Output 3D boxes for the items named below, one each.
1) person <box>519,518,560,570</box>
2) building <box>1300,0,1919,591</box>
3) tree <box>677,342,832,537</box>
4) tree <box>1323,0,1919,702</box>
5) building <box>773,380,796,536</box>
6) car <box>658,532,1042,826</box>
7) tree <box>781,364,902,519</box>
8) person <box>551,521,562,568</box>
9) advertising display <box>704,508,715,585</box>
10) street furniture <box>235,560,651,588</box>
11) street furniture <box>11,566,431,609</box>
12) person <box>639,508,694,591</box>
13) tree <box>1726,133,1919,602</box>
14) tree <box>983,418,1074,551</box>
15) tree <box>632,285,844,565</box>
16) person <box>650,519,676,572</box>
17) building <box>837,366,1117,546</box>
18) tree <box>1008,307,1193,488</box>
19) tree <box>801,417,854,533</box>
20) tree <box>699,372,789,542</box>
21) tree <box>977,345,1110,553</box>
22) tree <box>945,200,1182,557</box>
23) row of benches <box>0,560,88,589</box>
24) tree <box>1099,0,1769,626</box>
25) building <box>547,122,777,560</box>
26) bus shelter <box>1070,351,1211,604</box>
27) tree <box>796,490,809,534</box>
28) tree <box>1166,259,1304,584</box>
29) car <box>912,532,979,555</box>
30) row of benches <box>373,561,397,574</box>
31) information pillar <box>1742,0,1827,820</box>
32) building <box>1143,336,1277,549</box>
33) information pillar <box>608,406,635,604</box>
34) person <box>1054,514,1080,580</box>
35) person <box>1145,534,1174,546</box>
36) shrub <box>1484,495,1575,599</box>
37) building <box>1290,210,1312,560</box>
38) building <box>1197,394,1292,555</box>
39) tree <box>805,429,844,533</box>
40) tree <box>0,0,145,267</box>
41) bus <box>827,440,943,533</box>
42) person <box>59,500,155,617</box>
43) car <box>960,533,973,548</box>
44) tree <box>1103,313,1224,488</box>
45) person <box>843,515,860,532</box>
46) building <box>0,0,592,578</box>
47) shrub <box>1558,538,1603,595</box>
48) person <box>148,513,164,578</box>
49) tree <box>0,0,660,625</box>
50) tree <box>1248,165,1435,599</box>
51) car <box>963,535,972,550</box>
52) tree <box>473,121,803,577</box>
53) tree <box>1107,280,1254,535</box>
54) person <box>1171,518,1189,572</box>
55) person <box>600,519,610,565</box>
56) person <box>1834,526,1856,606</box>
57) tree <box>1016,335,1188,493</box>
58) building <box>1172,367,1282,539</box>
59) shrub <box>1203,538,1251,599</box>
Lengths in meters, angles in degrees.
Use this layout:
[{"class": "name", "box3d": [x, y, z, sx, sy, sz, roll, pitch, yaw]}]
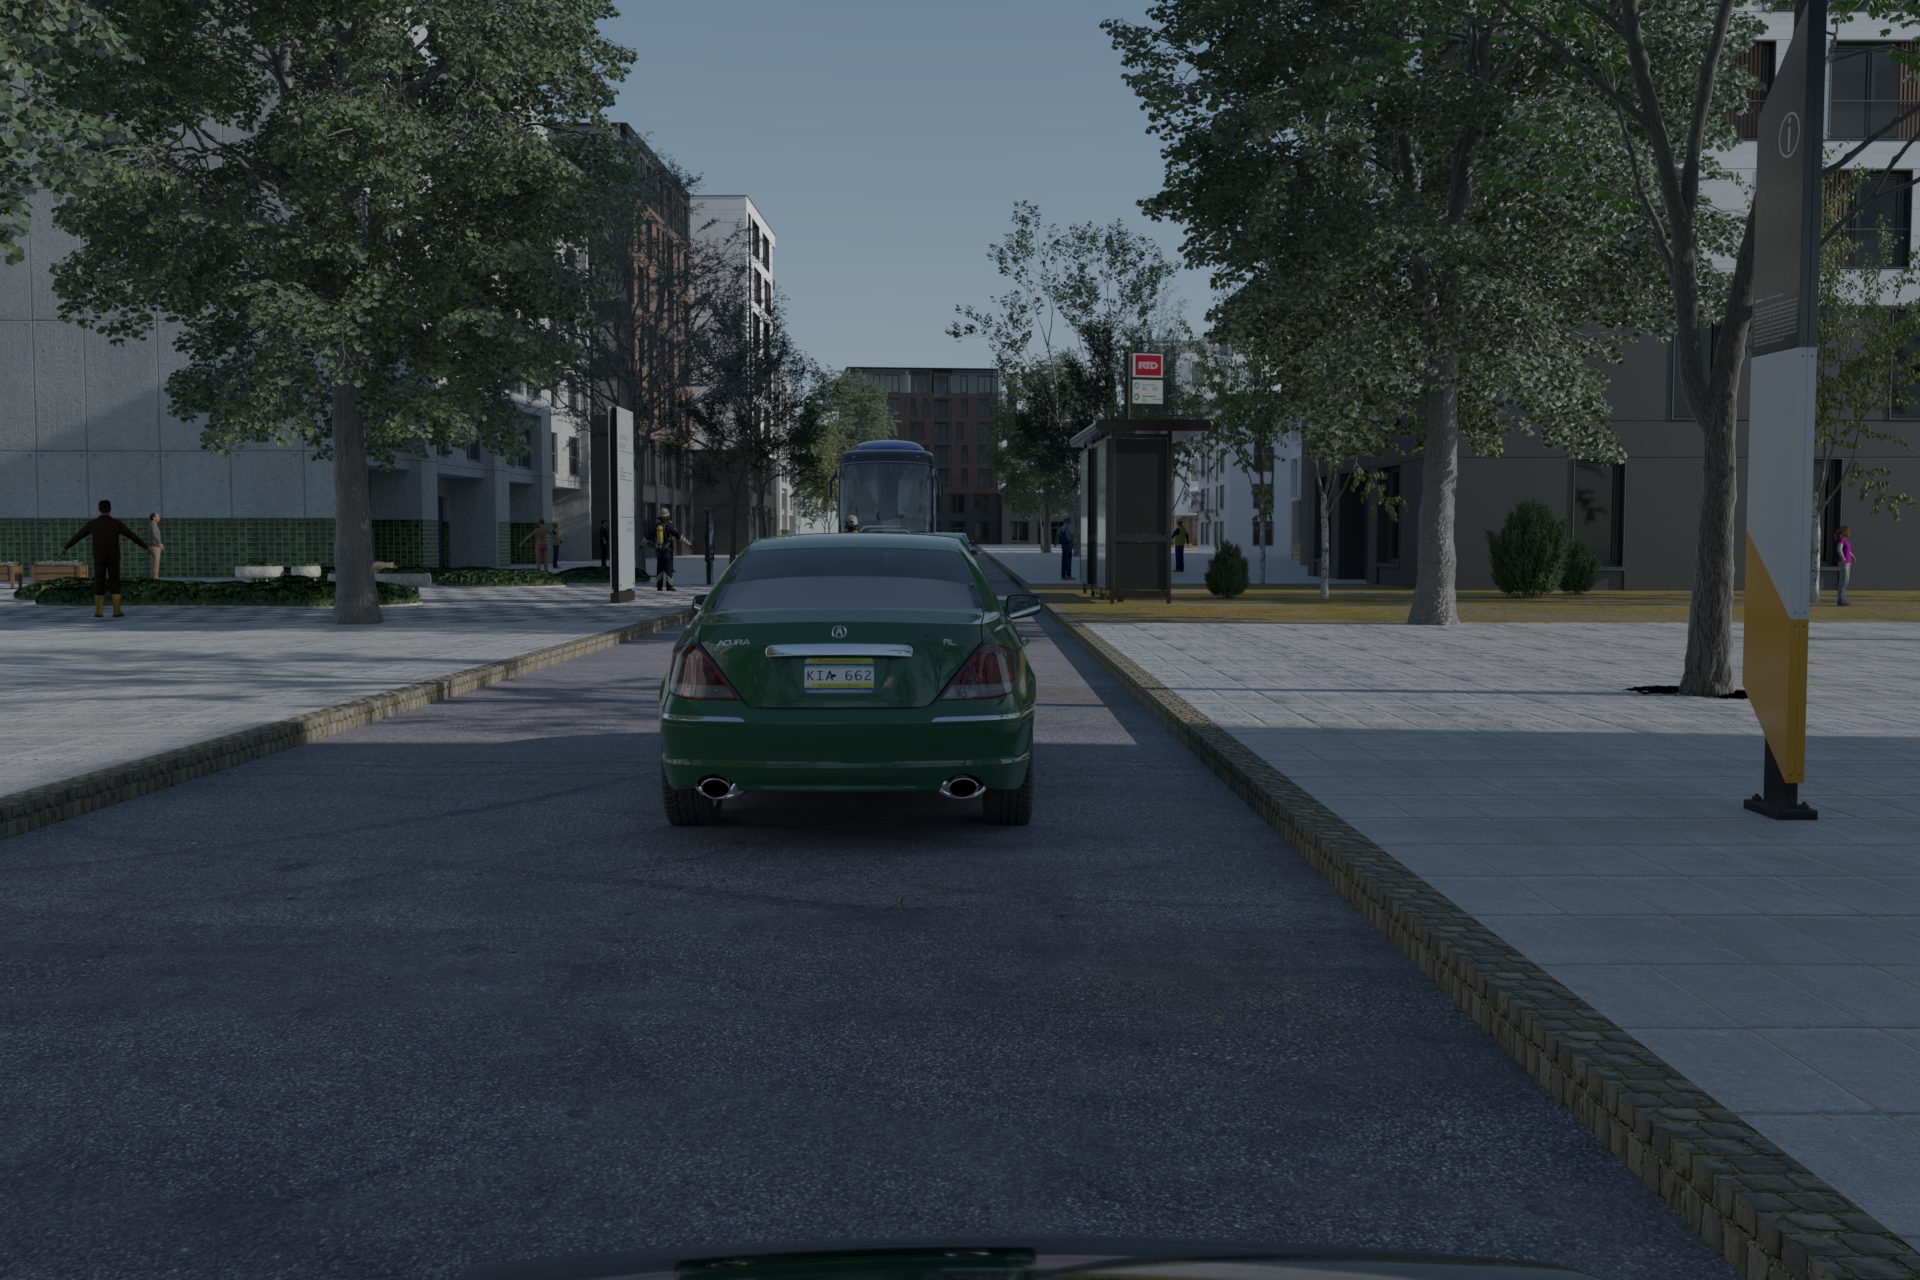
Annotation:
[{"class": "person", "box3d": [-11.717, -2.542, 48.368, 1.217, 1.733, 0.721, -3, 4, -38]}, {"class": "building", "box3d": [24.605, -12.899, 54.867, 27.936, 21.610, 32.646, 0, 3, 0]}, {"class": "tree", "box3d": [-9.459, -9.007, 81.679, 7.601, 10.594, 8.767, 1, 4, 17]}, {"class": "tree", "box3d": [5.863, -5.356, 13.327, 9.928, 11.665, 9.643, 0, 3, 0]}, {"class": "building", "box3d": [-27.527, -19.435, 184.217, 16.747, 18.905, 31.486, 0, 4, 1]}, {"class": "car", "box3d": [-0.557, 0.113, 9.950, 2.131, 1.459, 4.920, 0, 4, -1]}, {"class": "tree", "box3d": [-8.908, -13.756, 131.565, 9.857, 13.997, 8.962, 0, 3, 0]}, {"class": "person", "box3d": [-15.017, -3.560, 64.668, 0.721, 1.772, 1.216, 0, 4, -4]}, {"class": "advertising display", "box3d": [-6.357, -2.369, 43.946, 0.123, 1.923, 0.974, 0, 4, 0]}, {"class": "street furniture", "box3d": [-13.058, -1.721, 43.763, 10.072, 0.657, 5.734, 0, 4, -2]}, {"class": "street furniture", "box3d": [-14.803, -1.002, 32.017, 10.072, 0.657, 5.734, 0, 3, 0]}, {"class": "person", "box3d": [-6.617, -2.023, 38.862, 1.354, 1.856, 0.705, 1, 4, 16]}, {"class": "tree", "box3d": [16.057, -4.997, 32.066, 4.737, 8.622, 4.395, 0, 3, 0]}, {"class": "tree", "box3d": [5.972, -12.033, 131.157, 7.601, 10.594, 8.767, 2, 4, 32]}, {"class": "tree", "box3d": [-8.712, -8.032, 65.728, 8.767, 10.594, 7.601, 0, 4, -7]}, {"class": "person", "box3d": [-9.751, -3.164, 57.951, 1.346, 1.802, 0.704, -2, 4, -31]}, {"class": "building", "box3d": [1.220, -22.978, 222.124, 32.646, 21.610, 27.936, 0, 4, -7]}, {"class": "tree", "box3d": [5.895, -8.436, 72.337, 8.767, 10.594, 7.601, 1, 4, 16]}, {"class": "tree", "box3d": [-8.475, -9.732, 109.476, 4.737, 8.622, 4.395, 0, 3, 0]}, {"class": "tree", "box3d": [-8.751, -7.566, 74.060, 4.360, 8.622, 3.978, 0, 3, 0]}, {"class": "tree", "box3d": [5.981, -12.952, 118.416, 9.857, 13.997, 8.962, 0, 3, 0]}, {"class": "tree", "box3d": [5.808, -14.849, 98.663, 12.611, 20.169, 13.585, 0, 3, 0]}, {"class": "row of benches", "box3d": [-22.508, -1.531, 40.493, 4.104, 0.672, 1.422, -1, 4, -11]}, {"class": "tree", "box3d": [6.791, -7.198, 24.342, 9.857, 13.997, 8.962, 0, 3, 0]}, {"class": "building", "box3d": [-26.779, -15.828, 102.762, 27.936, 21.610, 32.646, 0, 4, 1]}, {"class": "bus shelter", "box3d": [3.477, -3.561, 35.860, 2.179, 5.291, 8.768, 0, 4, -1]}, {"class": "tree", "box3d": [-20.218, -16.493, 220.019, 4.360, 8.622, 3.978, 0, 3, 0]}, {"class": "tree", "box3d": [7.572, -5.751, 44.393, 4.737, 8.622, 4.395, 0, 3, 0]}, {"class": "car", "box3d": [-0.559, -1.717, 36.868, 1.959, 1.807, 4.718, 0, 4, -1]}, {"class": "row of benches", "box3d": [-12.723, -1.383, 38.070, 1.422, 0.672, 4.104, -1, 4, -17]}, {"class": "information pillar", "box3d": [3.754, -1.012, 7.902, 0.183, 3.616, 0.504, 0, 4, 1]}, {"class": "building", "box3d": [21.821, -18.919, 165.739, 16.016, 20.090, 11.380, 0, 4, 0]}, {"class": "information pillar", "box3d": [-6.378, -2.530, 32.675, 0.184, 3.620, 1.656, 0, 4, -1]}, {"class": "person", "box3d": [3.020, -2.612, 48.566, 0.705, 1.847, 1.347, -3, 4, -36]}, {"class": "person", "box3d": [6.130, -2.936, 54.127, 1.347, 1.817, 0.704, -3, 4, -38]}, {"class": "shrub", "box3d": [11.379, -1.870, 34.617, 1.661, 2.075, 1.752, 0, 3, 0]}, {"class": "building", "box3d": [21.806, -14.058, 86.266, 16.016, 20.090, 11.380, 0, 4, 0]}, {"class": "building", "box3d": [20.534, -9.879, 103.674, 9.099, 9.664, 28.070, 0, 4, 0]}, {"class": "tree", "box3d": [-9.105, -10.407, 120.515, 4.360, 8.622, 3.978, 0, 3, 0]}, {"class": "tree", "box3d": [-9.076, -6.299, 9.650, 9.857, 13.997, 8.962, 0, 3, 0]}, {"class": "bus", "box3d": [-1.887, -3.520, 49.095, 2.896, 3.916, 12.251, 0, 4, 0]}, {"class": "person", "box3d": [-13.190, -1.262, 26.772, 1.346, 1.812, 0.704, -1, 4, -19]}, {"class": "car", "box3d": [-0.238, -5.192, 94.487, 1.945, 1.707, 3.694, 0, 4, 1]}, {"class": "tree", "box3d": [6.651, -6.643, 58.972, 4.737, 8.622, 4.395, 0, 3, 0]}, {"class": "person", "box3d": [-2.474, -1.889, 39.110, 0.705, 1.858, 1.354, 0, 4, -6]}, {"class": "building", "box3d": [-26.104, -12.213, 66.137, 16.747, 18.905, 31.486, 0, 4, 1]}, {"class": "shrub", "box3d": [13.122, -1.572, 36.823, 1.383, 1.207, 1.383, 0, 3, 0]}, {"class": "person", "box3d": [-19.540, -2.192, 42.104, 0.705, 1.796, 1.348, -2, 4, -29]}, {"class": "tree", "box3d": [-8.593, -7.200, 24.375, 9.857, 13.997, 8.962, 0, 3, 0]}, {"class": "tree", "box3d": [7.292, -5.104, 33.808, 4.737, 8.622, 4.395, 0, 3, 0]}, {"class": "car", "box3d": [-0.345, -4.778, 90.123, 2.014, 1.417, 4.499, 0, 4, -1]}, {"class": "tree", "box3d": [-9.642, -8.635, 51.558, 12.009, 13.543, 11.850, 0, 3, 0]}, {"class": "tree", "box3d": [5.892, -6.126, 50.519, 4.360, 8.622, 3.978, 0, 3, 0]}, {"class": "person", "box3d": [7.399, -3.217, 58.564, 0.705, 1.833, 1.349, 3, 5, 41]}, {"class": "person", "box3d": [-13.190, -3.572, 64.343, 0.705, 1.837, 1.347, 0, 4, -6]}, {"class": "person", "box3d": [15.903, -1.331, 31.029, 0.599, 1.433, 0.991, 3, 4, 37]}, {"class": "tree", "box3d": [6.545, -8.935, 80.506, 8.767, 10.594, 7.601, 1, 4, 11]}, {"class": "building", "box3d": [26.175, -20.141, 185.727, 16.016, 20.090, 11.380, 0, 3, 0]}, {"class": "shrub", "box3d": [5.333, -1.434, 34.562, 1.383, 1.207, 1.383, 0, 3, 0]}]
